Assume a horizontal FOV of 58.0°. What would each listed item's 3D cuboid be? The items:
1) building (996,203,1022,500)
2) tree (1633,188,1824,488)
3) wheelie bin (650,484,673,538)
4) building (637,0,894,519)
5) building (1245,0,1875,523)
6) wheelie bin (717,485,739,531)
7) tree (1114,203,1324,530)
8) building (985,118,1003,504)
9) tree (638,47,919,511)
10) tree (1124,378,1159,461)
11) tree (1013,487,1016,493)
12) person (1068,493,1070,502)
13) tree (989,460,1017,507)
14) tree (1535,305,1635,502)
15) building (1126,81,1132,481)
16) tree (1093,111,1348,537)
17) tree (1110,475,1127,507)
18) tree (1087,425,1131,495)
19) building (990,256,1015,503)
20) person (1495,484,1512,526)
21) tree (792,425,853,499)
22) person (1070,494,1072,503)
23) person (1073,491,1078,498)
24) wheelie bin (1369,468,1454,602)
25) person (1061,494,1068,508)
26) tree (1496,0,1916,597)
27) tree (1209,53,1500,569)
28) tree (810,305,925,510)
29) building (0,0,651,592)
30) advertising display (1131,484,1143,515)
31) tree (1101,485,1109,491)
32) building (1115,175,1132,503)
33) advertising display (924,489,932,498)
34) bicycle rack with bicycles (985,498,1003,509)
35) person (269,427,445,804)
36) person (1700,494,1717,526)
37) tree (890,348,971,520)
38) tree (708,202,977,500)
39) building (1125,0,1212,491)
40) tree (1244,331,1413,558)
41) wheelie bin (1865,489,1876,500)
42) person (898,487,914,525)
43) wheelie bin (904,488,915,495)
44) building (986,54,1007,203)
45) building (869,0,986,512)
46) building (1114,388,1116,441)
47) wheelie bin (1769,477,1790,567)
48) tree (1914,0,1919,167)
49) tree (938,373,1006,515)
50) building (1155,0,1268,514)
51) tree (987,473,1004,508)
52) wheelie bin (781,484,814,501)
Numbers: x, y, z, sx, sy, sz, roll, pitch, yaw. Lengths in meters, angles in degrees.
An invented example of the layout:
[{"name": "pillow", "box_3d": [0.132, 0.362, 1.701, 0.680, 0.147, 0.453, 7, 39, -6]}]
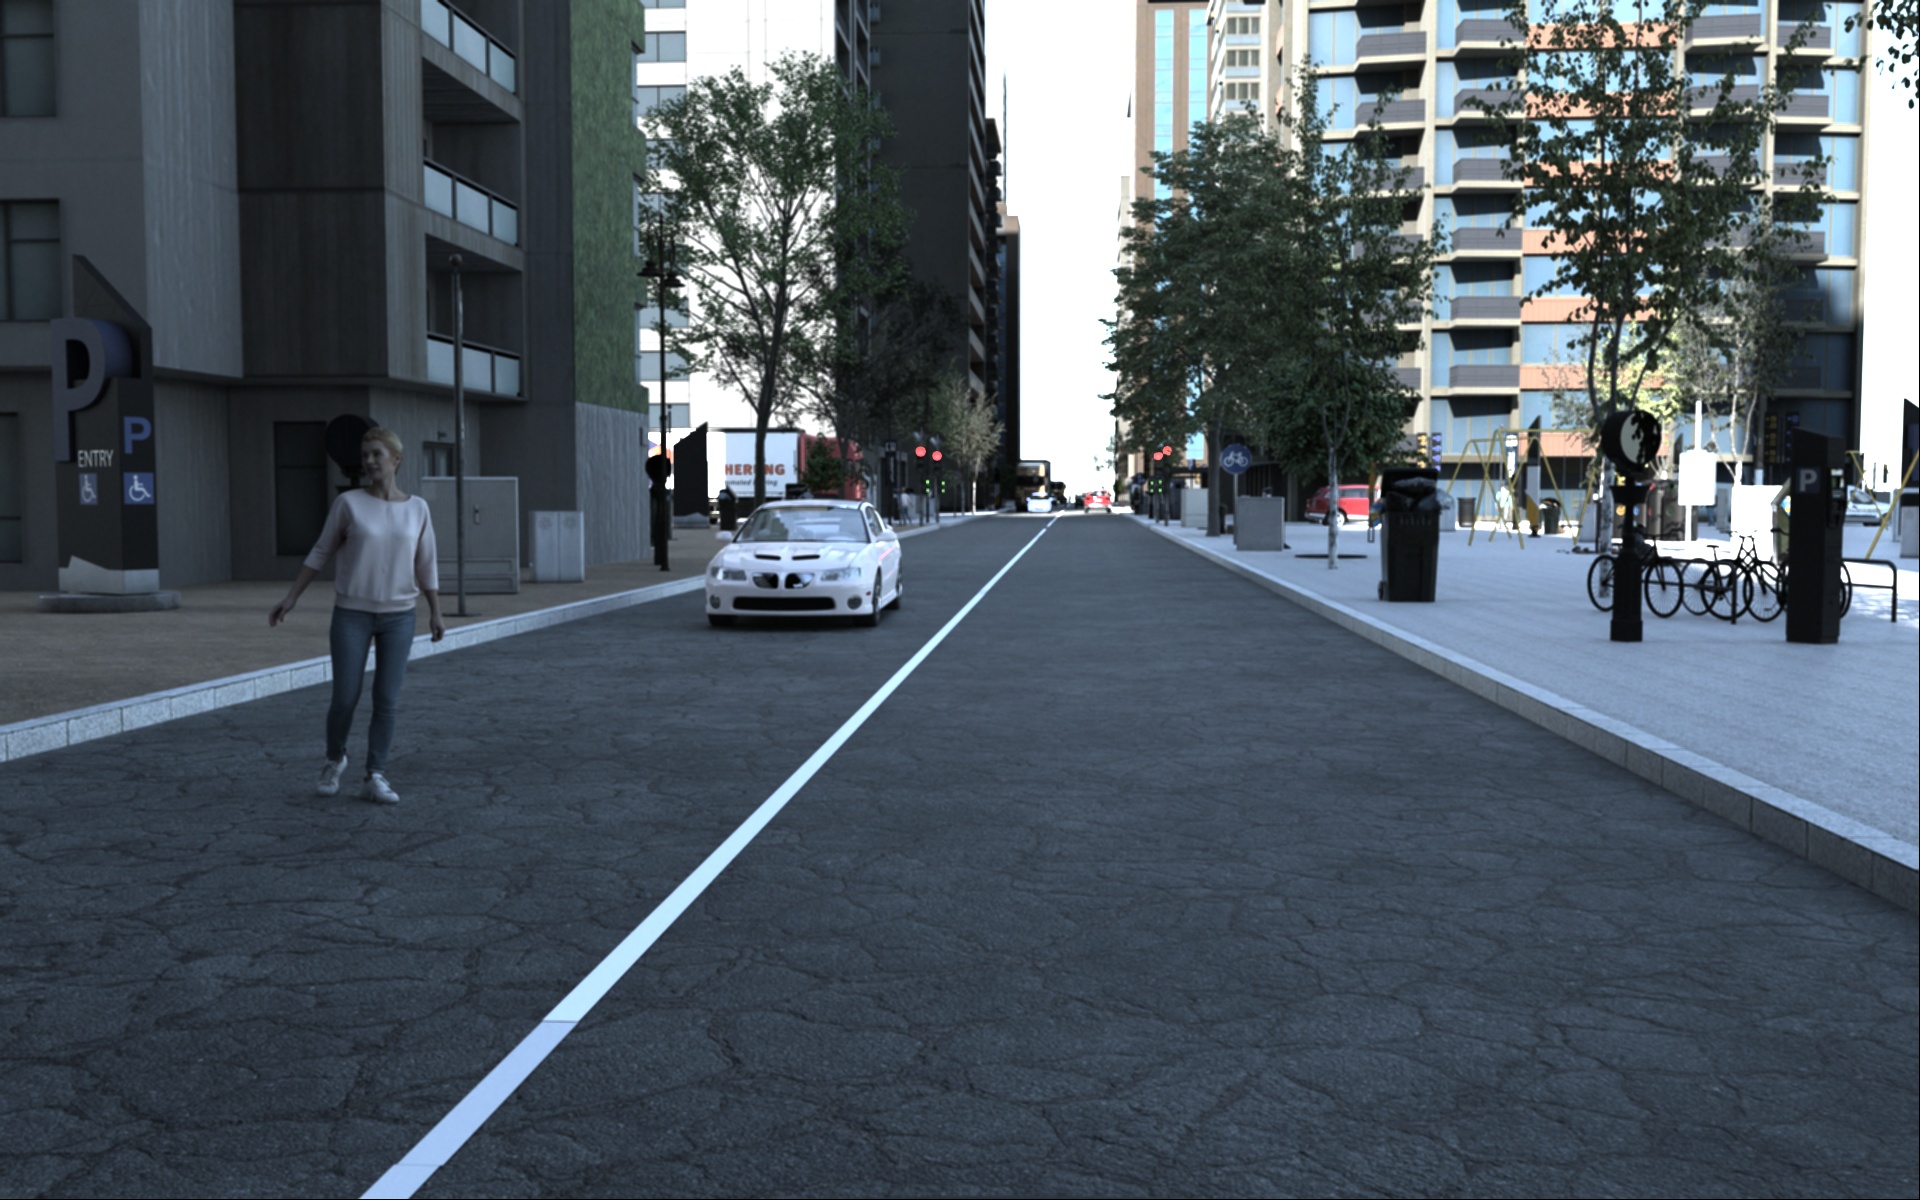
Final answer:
[{"name": "building", "box_3d": [2.425, -37.893, 269.663, 14.600, 45.320, 14.200, 0, 4, 4]}, {"name": "tree", "box_3d": [19.034, -5.631, 42.424, 4.360, 8.622, 3.978, 0, 3, 0]}, {"name": "wheelie bin", "box_3d": [-8.663, -2.566, 49.865, 0.693, 1.594, 0.980, 1, 4, 22]}, {"name": "building", "box_3d": [-13.646, -40.355, 98.048, 20.563, 71.187, 20.611, 0, 4, 4]}, {"name": "building", "box_3d": [28.206, -26.387, 86.053, 28.867, 44.769, 22.147, 0, 4, 4]}, {"name": "wheelie bin", "box_3d": [-8.180, -3.246, 60.983, 0.693, 1.594, 0.980, 0, 4, 2]}, {"name": "tree", "box_3d": [9.190, -8.351, 62.287, 9.928, 11.665, 9.643, 0, 3, 0]}, {"name": "building", "box_3d": [-6.521, -33.279, 198.735, 22.147, 44.769, 28.867, 0, 4, 4]}, {"name": "tree", "box_3d": [-4.594, -7.030, 40.694, 9.928, 11.665, 9.643, 0, 3, 0]}, {"name": "tree", "box_3d": [11.340, -9.014, 97.748, 4.737, 8.622, 4.395, 0, 3, 0]}, {"name": "tree", "box_3d": [6.768, -12.690, 202.088, 1.663, 3.219, 1.824, 0, 3, 0]}, {"name": "person", "box_3d": [18.994, -17.783, 300.046, 0.445, 1.727, 0.742, 0, 4, 3]}, {"name": "tree", "box_3d": [4.406, -11.215, 167.081, 4.285, 4.588, 4.351, 0, 3, 0]}, {"name": "tree", "box_3d": [23.965, -7.021, 65.156, 4.360, 8.622, 3.978, 0, 3, 0]}, {"name": "building", "box_3d": [34.796, -37.978, 210.174, 28.713, 52.752, 27.495, 0, 4, 4]}, {"name": "tree", "box_3d": [8.052, -8.177, 51.828, 7.486, 12.596, 7.792, 0, 3, 0]}, {"name": "tree", "box_3d": [18.046, -12.282, 195.414, 1.663, 3.219, 1.824, 0, 3, 0]}, {"name": "tree", "box_3d": [20.616, -18.397, 235.196, 7.601, 10.594, 8.767, 1, 4, 17]}, {"name": "building", "box_3d": [-7.112, -34.183, 250.769, 32.217, 40.220, 23.993, 0, 4, 4]}, {"name": "person", "box_3d": [22.868, -3.953, 72.999, 0.638, 1.841, 0.748, 3, 5, 39]}, {"name": "tree", "box_3d": [-4.048, -3.327, 49.003, 1.663, 3.219, 1.824, 0, 3, 0]}, {"name": "person", "box_3d": [17.237, -15.740, 269.070, 0.599, 1.433, 0.991, -1, 4, -10]}, {"name": "person", "box_3d": [15.894, -14.045, 238.151, 0.705, 1.822, 1.348, -2, 4, -23]}, {"name": "wheelie bin", "box_3d": [5.413, -0.784, 20.731, 0.980, 1.594, 0.693, 0, 4, 4]}, {"name": "person", "box_3d": [10.481, -9.896, 173.530, 0.697, 1.427, 0.421, -1, 4, -21]}, {"name": "tree", "box_3d": [8.267, -4.338, 21.292, 4.737, 8.622, 4.395, 0, 3, 0]}, {"name": "tree", "box_3d": [6.308, -4.816, 29.107, 4.737, 8.622, 4.395, 0, 3, 0]}, {"name": "tree", "box_3d": [-3.524, -7.107, 66.563, 4.360, 8.622, 3.978, 0, 3, 0]}, {"name": "building", "box_3d": [-13.755, -21.039, 27.583, 14.154, 41.232, 14.086, 0, 4, 4]}, {"name": "advertising display", "box_3d": [10.961, -6.249, 107.384, 0.123, 1.923, 0.974, -3, 4, -37]}, {"name": "tree", "box_3d": [25.412, -19.168, 308.002, 1.663, 3.219, 1.824, 0, 3, 0]}, {"name": "building", "box_3d": [33.287, -38.217, 248.556, 21.300, 48.544, 21.600, 0, 4, 4]}, {"name": "advertising display", "box_3d": [-2.113, -6.683, 114.487, 0.123, 1.923, 0.974, 2, 4, 28]}, {"name": "bicycle rack with bicycles", "box_3d": [2.667, -8.220, 147.786, 2.852, 0.926, 2.925, 0, 4, 2]}, {"name": "person", "box_3d": [-2.856, 0.065, 8.109, 0.731, 1.740, 0.598, -3, 4, -38]}, {"name": "person", "box_3d": [31.344, -3.883, 72.335, 0.721, 1.781, 0.623, 3, 4, 36]}, {"name": "tree", "box_3d": [-1.272, -8.323, 86.448, 4.737, 8.622, 4.395, 0, 3, 0]}, {"name": "tree", "box_3d": [-3.886, -7.416, 55.666, 8.767, 10.594, 7.601, -1, 4, -9]}, {"name": "building", "box_3d": [20.946, -30.021, 140.955, 14.600, 45.320, 14.200, 0, 4, 4]}, {"name": "tree", "box_3d": [7.454, -3.142, 35.080, 4.285, 4.588, 4.351, 0, 3, 0]}, {"name": "wheelie bin", "box_3d": [57.769, -6.250, 110.092, 0.693, 1.594, 0.980, 1, 4, 9]}, {"name": "person", "box_3d": [-2.262, -4.014, 74.809, 0.598, 1.740, 0.731, 3, 5, 41]}, {"name": "wheelie bin", "box_3d": [-2.868, -5.396, 96.125, 0.980, 1.594, 0.693, 2, 4, 30]}, {"name": "building", "box_3d": [-0.351, -51.959, 287.773, 20.563, 71.187, 20.611, 0, 4, 4]}, {"name": "building", "box_3d": [-9.276, -31.032, 131.070, 21.300, 48.544, 21.600, 0, 4, 4]}, {"name": "building", "box_3d": [38.605, -26.280, 274.708, 27.650, 21.520, 28.899, 0, 4, 4]}, {"name": "wheelie bin", "box_3d": [14.792, -1.399, 30.783, 0.693, 1.594, 0.980, 1, 4, 14]}, {"name": "tree", "box_3d": [8.331, -3.755, 11.755, 4.737, 8.622, 4.395, 0, 3, 0]}, {"name": "tree", "box_3d": [0.266, -9.445, 104.784, 4.360, 8.622, 3.978, 0, 3, 0]}, {"name": "building", "box_3d": [29.242, -25.783, 113.430, 32.217, 40.220, 23.993, 0, 4, 4]}, {"name": "tree", "box_3d": [3.288, -10.223, 161.750, 1.663, 3.219, 1.824, 0, 3, 0]}, {"name": "wheelie bin", "box_3d": [-4.890, -2.702, 52.093, 0.980, 1.594, 0.693, 0, 4, -2]}]
